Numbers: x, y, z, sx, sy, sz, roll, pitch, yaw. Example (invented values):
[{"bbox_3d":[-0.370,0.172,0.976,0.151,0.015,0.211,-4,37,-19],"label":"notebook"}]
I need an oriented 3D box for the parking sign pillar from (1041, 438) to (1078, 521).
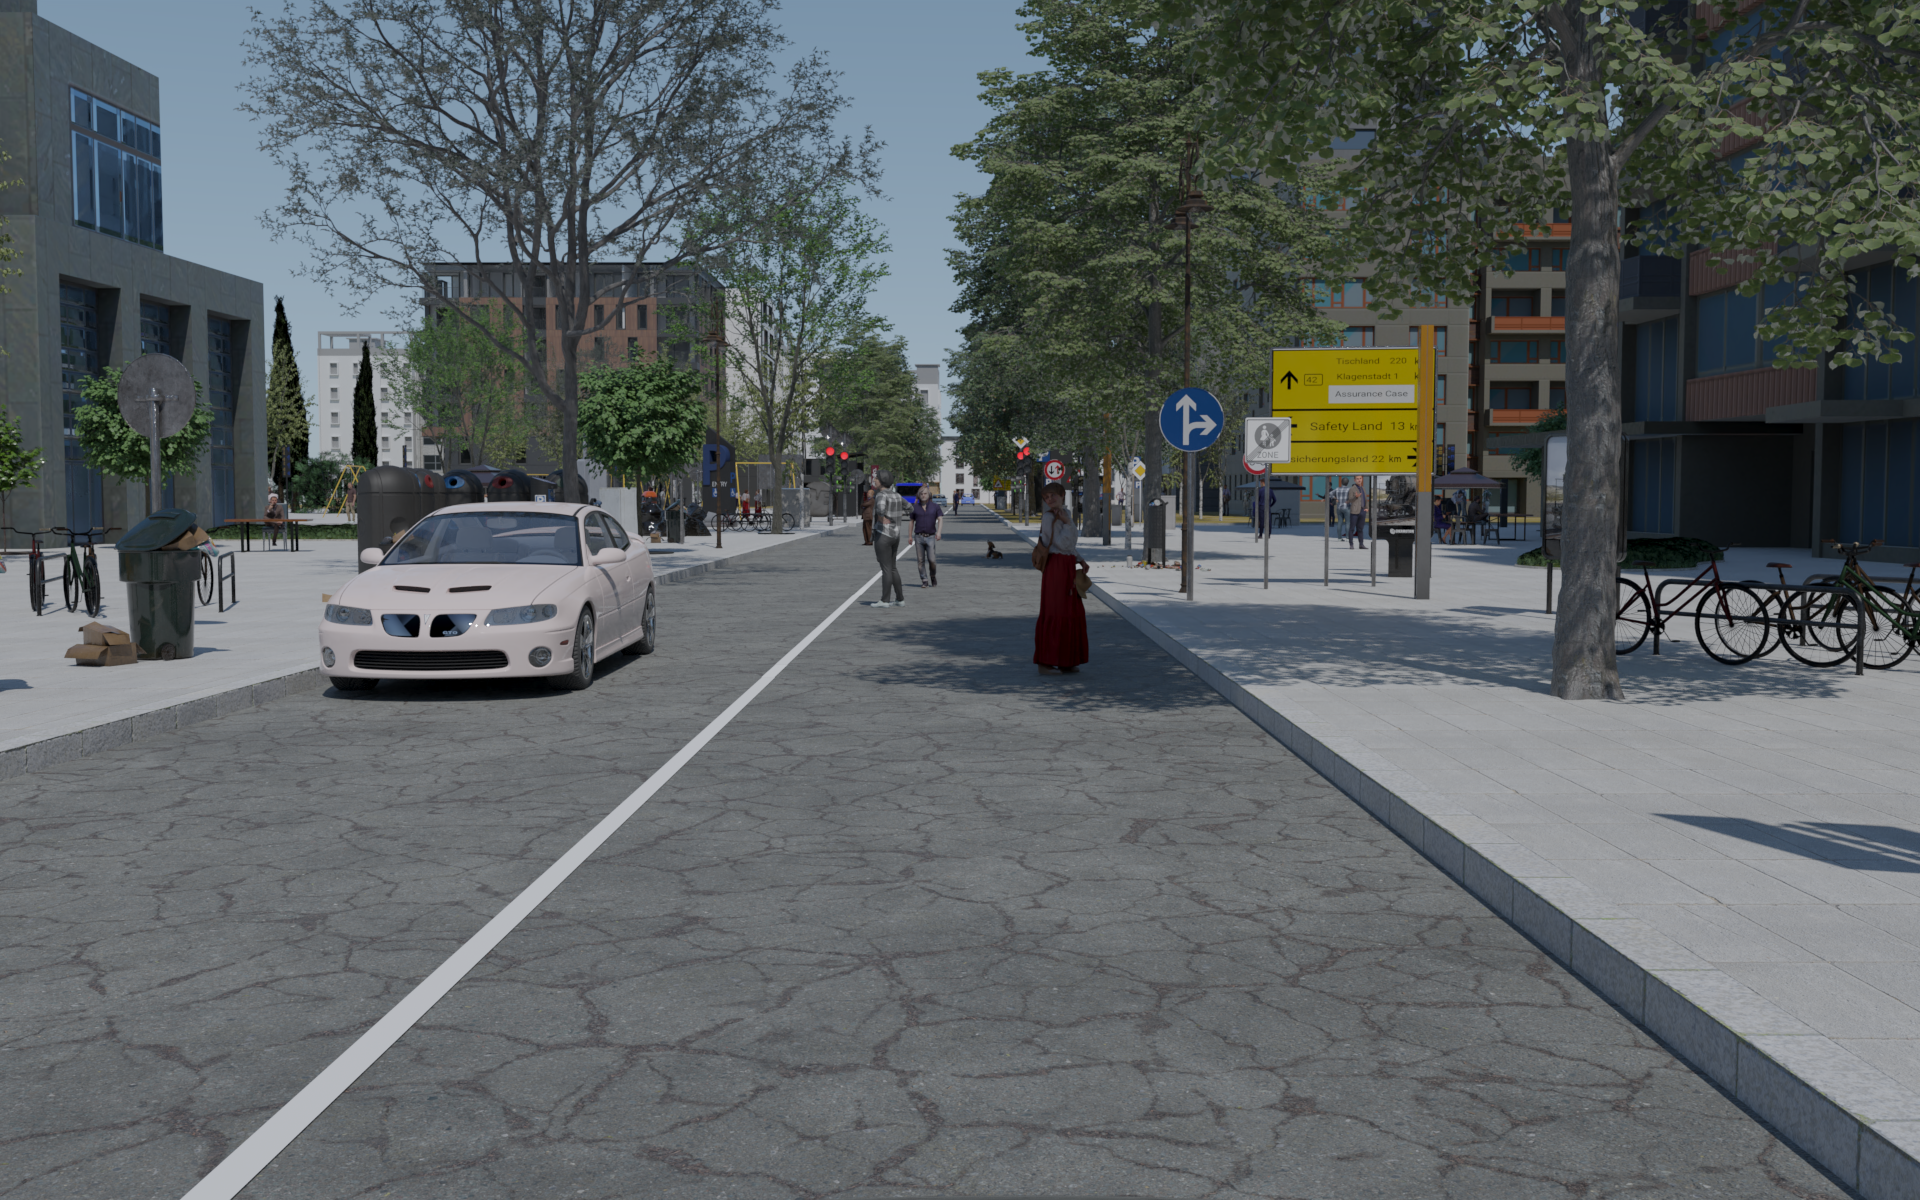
[{"bbox_3d":[4.459,-5.560,79.377,1.447,3.967,1.447,-1,4,-9],"label":"parking sign pillar"}]

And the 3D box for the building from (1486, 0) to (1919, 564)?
[{"bbox_3d":[26.878,-23.433,37.750,22.147,44.769,28.867,0,4,0],"label":"building"}]

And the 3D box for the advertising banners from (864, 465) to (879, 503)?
[{"bbox_3d":[-5.809,-6.609,104.243,2.074,3.025,0.090,1,4,23],"label":"advertising banners"}]

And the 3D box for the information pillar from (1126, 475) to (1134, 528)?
[{"bbox_3d":[6.510,-3.785,66.377,0.304,2.012,0.304,1,4,12],"label":"information pillar"}]

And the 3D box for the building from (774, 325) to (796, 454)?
[{"bbox_3d":[-27.010,-20.504,191.655,16.016,20.091,11.380,0,4,0],"label":"building"}]

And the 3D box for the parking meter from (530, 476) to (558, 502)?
[{"bbox_3d":[-5.861,-0.981,24.447,0.372,1.533,0.369,0,3,0],"label":"parking meter"}]

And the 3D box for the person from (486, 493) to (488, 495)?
[{"bbox_3d":[-26.567,-5.484,97.769,0.516,1.574,0.319,2,4,27],"label":"person"}]

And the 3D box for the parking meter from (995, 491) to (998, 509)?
[{"bbox_3d":[3.164,-8.509,147.533,0.372,1.533,0.369,0,3,0],"label":"parking meter"}]

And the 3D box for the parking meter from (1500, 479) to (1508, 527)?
[{"bbox_3d":[20.952,-3.731,66.716,0.255,1.863,0.399,1,4,10],"label":"parking meter"}]

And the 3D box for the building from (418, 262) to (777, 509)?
[{"bbox_3d":[-33.610,-19.877,168.971,27.936,21.610,32.646,0,4,0],"label":"building"}]

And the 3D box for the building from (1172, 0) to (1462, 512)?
[{"bbox_3d":[27.547,-36.397,137.087,21.231,58.520,28.212,0,4,0],"label":"building"}]

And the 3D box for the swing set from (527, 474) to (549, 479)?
[{"bbox_3d":[-33.401,-8.544,137.320,2.862,2.851,3.119,2,4,29],"label":"swing set"}]

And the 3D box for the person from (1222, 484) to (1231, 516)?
[{"bbox_3d":[15.252,-5.753,99.976,0.599,1.838,0.709,-3,4,-36],"label":"person"}]

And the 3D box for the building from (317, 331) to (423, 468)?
[{"bbox_3d":[-68.345,-21.457,207.239,11.380,20.091,16.016,0,4,0],"label":"building"}]

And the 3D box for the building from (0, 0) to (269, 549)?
[{"bbox_3d":[-36.806,-44.461,39.612,31.000,86.520,22.319,0,4,0],"label":"building"}]

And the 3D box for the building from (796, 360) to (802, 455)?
[{"bbox_3d":[-24.953,-21.433,206.853,11.380,20.091,16.016,0,4,0],"label":"building"}]

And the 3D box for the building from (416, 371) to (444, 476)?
[{"bbox_3d":[-46.388,-20.794,206.442,31.486,18.905,16.747,0,4,0],"label":"building"}]

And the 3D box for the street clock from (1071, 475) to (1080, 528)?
[{"bbox_3d":[4.407,-3.771,66.223,0.358,2.002,0.471,-1,4,-10],"label":"street clock"}]

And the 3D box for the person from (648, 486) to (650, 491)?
[{"bbox_3d":[-17.055,-5.384,94.983,0.530,1.710,0.541,0,4,5],"label":"person"}]

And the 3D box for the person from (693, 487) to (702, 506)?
[{"bbox_3d":[-15.822,-5.983,104.580,0.376,1.734,0.841,-2,4,-29],"label":"person"}]

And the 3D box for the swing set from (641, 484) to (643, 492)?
[{"bbox_3d":[-24.114,-8.561,137.594,3.119,2.851,2.862,-3,4,-36],"label":"swing set"}]

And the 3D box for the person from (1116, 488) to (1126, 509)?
[{"bbox_3d":[10.678,-6.577,114.517,0.756,1.711,0.436,0,4,-3],"label":"person"}]

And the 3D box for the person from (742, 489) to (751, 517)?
[{"bbox_3d":[-11.341,-5.088,91.698,0.523,1.526,0.387,2,4,25],"label":"person"}]

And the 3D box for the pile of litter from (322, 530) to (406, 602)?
[{"bbox_3d":[-6.826,-0.400,20.504,1.719,0.858,1.176,3,5,45],"label":"pile of litter"}]

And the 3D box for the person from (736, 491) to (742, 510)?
[{"bbox_3d":[-17.277,-7.771,135.305,0.614,1.554,0.590,-3,5,-44],"label":"person"}]

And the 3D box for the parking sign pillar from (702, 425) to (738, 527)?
[{"bbox_3d":[-9.397,-4.834,67.505,1.447,3.967,1.447,2,4,26],"label":"parking sign pillar"}]

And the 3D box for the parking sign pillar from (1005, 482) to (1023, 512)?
[{"bbox_3d":[4.401,-8.777,131.976,1.447,3.967,1.447,-2,4,-29],"label":"parking sign pillar"}]

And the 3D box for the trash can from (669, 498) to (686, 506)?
[{"bbox_3d":[-11.411,-3.572,70.058,0.748,1.137,0.748,0,3,0],"label":"trash can"}]

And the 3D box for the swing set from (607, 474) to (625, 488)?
[{"bbox_3d":[-23.553,-7.155,114.601,3.119,2.851,2.862,-1,4,-14],"label":"swing set"}]

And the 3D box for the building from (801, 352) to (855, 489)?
[{"bbox_3d":[-30.582,-25.656,263.454,32.646,21.610,27.936,0,4,0],"label":"building"}]

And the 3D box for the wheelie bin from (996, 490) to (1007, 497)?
[{"bbox_3d":[3.509,-8.424,145.633,0.980,1.594,0.693,1,4,11],"label":"wheelie bin"}]

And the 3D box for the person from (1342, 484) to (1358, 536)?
[{"bbox_3d":[11.969,-2.735,52.624,0.662,1.594,0.647,0,4,-3],"label":"person"}]

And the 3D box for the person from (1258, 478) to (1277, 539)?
[{"bbox_3d":[8.727,-2.631,49.766,0.576,1.737,0.504,-2,4,-31],"label":"person"}]

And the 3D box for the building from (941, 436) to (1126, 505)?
[{"bbox_3d":[11.235,-19.141,255.099,28.070,9.664,9.099,0,4,0],"label":"building"}]

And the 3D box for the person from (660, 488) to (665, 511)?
[{"bbox_3d":[-21.351,-7.194,124.385,0.376,1.734,0.841,-1,4,-15],"label":"person"}]

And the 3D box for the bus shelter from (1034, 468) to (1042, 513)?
[{"bbox_3d":[5.649,-8.080,123.398,1.731,3.624,6.357,0,4,0],"label":"bus shelter"}]

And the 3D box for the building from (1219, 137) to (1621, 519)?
[{"bbox_3d":[32.040,-15.807,103.488,28.899,21.520,27.650,0,4,0],"label":"building"}]

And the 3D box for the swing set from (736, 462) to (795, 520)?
[{"bbox_3d":[-9.622,-5.418,86.199,3.119,2.851,2.862,-1,4,-16],"label":"swing set"}]

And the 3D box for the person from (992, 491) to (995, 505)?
[{"bbox_3d":[3.894,-11.628,196.675,0.721,1.766,1.217,-1,4,-19],"label":"person"}]

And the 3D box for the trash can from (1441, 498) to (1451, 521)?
[{"bbox_3d":[18.889,-3.437,67.856,0.748,1.137,0.748,0,3,0],"label":"trash can"}]

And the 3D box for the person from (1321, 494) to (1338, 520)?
[{"bbox_3d":[18.318,-4.771,86.010,0.963,1.587,0.435,-1,4,-10],"label":"person"}]

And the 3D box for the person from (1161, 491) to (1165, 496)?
[{"bbox_3d":[16.130,-7.932,137.935,0.590,1.554,0.614,-3,5,-41],"label":"person"}]

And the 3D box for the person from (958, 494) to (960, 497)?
[{"bbox_3d":[-0.218,-12.929,223.149,1.065,1.426,0.557,0,4,-8],"label":"person"}]

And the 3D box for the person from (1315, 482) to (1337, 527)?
[{"bbox_3d":[14.322,-3.743,67.768,0.750,1.759,0.617,-1,4,-11],"label":"person"}]

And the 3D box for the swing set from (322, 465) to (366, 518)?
[{"bbox_3d":[-33.314,-5.979,95.368,2.862,2.851,3.119,0,4,-4],"label":"swing set"}]

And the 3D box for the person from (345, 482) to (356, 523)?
[{"bbox_3d":[-27.130,-4.334,77.037,0.434,1.807,0.598,-3,5,-43],"label":"person"}]

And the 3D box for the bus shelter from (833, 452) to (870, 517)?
[{"bbox_3d":[-6.198,-6.608,99.317,1.731,3.624,6.357,0,4,0],"label":"bus shelter"}]

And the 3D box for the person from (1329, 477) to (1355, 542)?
[{"bbox_3d":[10.341,-2.440,46.666,0.376,1.734,0.841,-3,4,-37],"label":"person"}]

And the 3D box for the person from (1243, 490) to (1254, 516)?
[{"bbox_3d":[16.530,-5.687,99.753,0.376,1.734,0.841,-2,4,-24],"label":"person"}]

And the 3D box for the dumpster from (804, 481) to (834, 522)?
[{"bbox_3d":[-6.431,-4.484,79.076,1.264,1.857,1.865,0,4,0],"label":"dumpster"}]

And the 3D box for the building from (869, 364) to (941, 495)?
[{"bbox_3d":[-8.588,-24.570,258.133,11.380,20.091,16.016,0,4,0],"label":"building"}]

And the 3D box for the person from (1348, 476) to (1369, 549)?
[{"bbox_3d":[9.267,-2.044,39.990,0.617,1.759,0.750,-1,4,-15],"label":"person"}]

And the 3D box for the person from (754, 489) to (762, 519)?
[{"bbox_3d":[-10.535,-5.017,90.537,0.523,1.526,0.387,3,5,44],"label":"person"}]

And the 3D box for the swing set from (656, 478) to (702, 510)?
[{"bbox_3d":[-14.674,-5.871,93.618,3.119,2.851,2.862,-2,4,-33],"label":"swing set"}]

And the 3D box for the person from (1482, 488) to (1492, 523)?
[{"bbox_3d":[23.532,-4.323,77.441,0.376,1.734,0.841,1,4,11],"label":"person"}]

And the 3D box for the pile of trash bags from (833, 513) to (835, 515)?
[{"bbox_3d":[-8.419,-5.892,106.094,1.912,1.369,3.447,1,4,13],"label":"pile of trash bags"}]

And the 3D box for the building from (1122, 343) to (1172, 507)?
[{"bbox_3d":[25.184,-19.848,180.935,16.016,20.091,11.380,0,4,0],"label":"building"}]

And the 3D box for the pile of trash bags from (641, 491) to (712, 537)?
[{"bbox_3d":[-9.078,-2.672,53.434,1.912,1.369,3.447,-2,4,-32],"label":"pile of trash bags"}]

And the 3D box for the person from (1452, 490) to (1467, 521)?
[{"bbox_3d":[22.344,-4.307,77.190,0.376,1.734,0.841,-2,4,-24],"label":"person"}]

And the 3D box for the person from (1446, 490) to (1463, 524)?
[{"bbox_3d":[18.630,-3.416,65.077,0.799,1.438,0.628,3,5,40],"label":"person"}]
